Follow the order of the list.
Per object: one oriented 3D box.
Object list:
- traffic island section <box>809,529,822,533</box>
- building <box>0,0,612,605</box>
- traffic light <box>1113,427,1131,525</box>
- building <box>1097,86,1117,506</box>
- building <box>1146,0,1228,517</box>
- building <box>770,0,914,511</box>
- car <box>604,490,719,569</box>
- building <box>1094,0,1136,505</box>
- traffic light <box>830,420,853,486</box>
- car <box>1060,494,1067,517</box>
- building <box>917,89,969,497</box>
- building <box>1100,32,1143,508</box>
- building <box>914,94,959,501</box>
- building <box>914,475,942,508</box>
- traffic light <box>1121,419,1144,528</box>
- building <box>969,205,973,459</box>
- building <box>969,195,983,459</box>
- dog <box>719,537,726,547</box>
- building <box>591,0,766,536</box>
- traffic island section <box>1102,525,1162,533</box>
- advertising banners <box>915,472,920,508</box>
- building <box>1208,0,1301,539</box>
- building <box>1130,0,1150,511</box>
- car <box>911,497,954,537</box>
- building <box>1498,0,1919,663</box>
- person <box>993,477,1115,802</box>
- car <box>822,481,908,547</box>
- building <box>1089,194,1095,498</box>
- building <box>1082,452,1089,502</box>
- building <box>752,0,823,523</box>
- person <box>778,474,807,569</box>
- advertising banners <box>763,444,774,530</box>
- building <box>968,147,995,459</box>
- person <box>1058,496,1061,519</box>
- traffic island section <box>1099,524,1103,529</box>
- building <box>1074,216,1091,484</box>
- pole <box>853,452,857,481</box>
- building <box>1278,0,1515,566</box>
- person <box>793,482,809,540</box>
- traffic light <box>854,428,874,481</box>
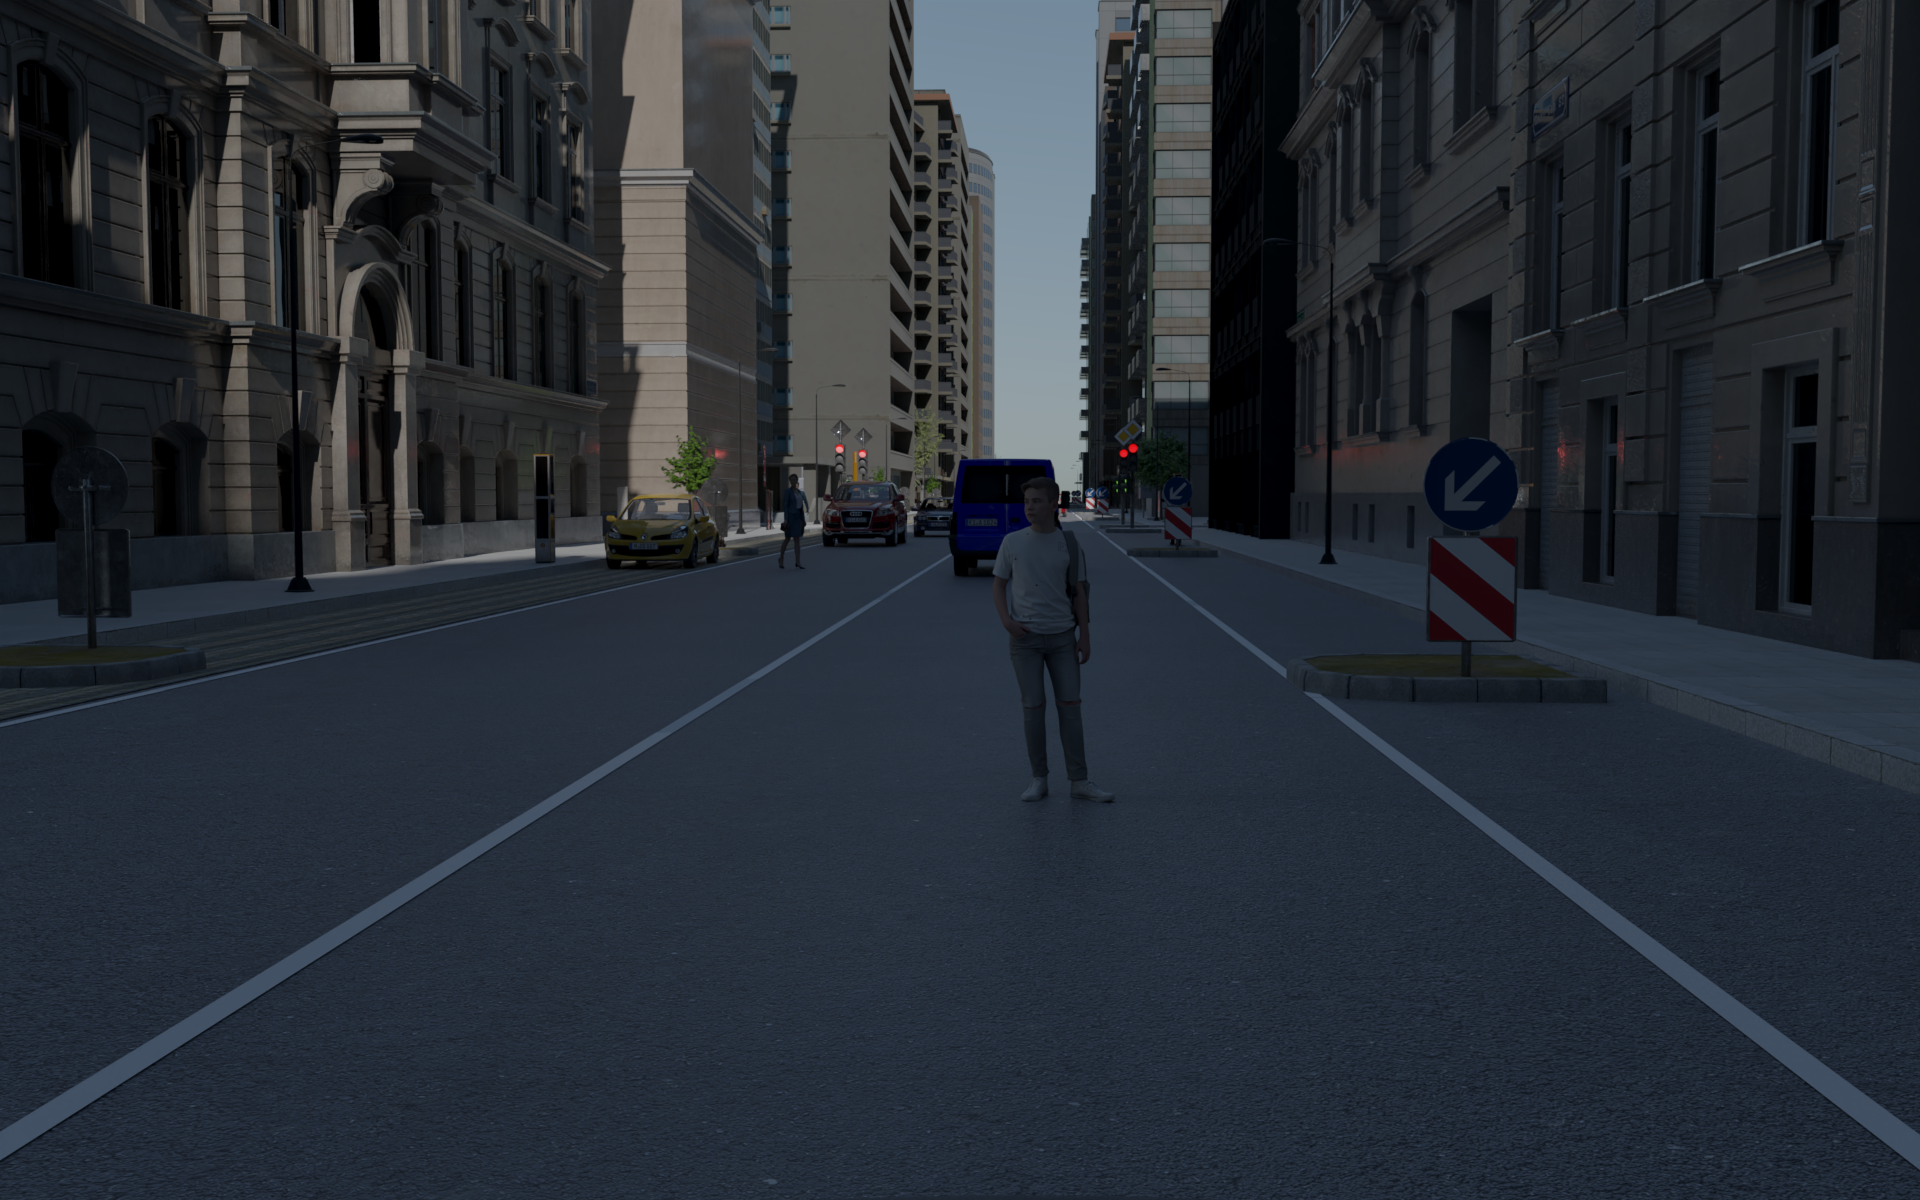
[{"bbox_3d":[-4.513,-2.634,65.349,2.009,0.180,2.903,0,4,3],"label":"traffic island section"},{"bbox_3d":[-15.723,-12.882,29.699,14.460,24.649,34.723,0,4,3],"label":"building"},{"bbox_3d":[6.831,-5.121,72.650,0.839,4.253,0.868,0,4,3],"label":"traffic light"},{"bbox_3d":[22.210,-32.807,186.508,14.600,45.320,14.200,0,4,3],"label":"building"},{"bbox_3d":[17.996,-25.555,101.421,14.154,41.232,14.086,0,4,3],"label":"building"},{"bbox_3d":[-14.641,-30.409,120.882,21.300,48.544,21.600,0,4,3],"label":"building"},{"bbox_3d":[-5.878,-1.475,34.347,2.015,1.641,3.980,0,4,1],"label":"car"},{"bbox_3d":[26.731,-40.724,207.840,21.231,58.520,28.212,0,4,3],"label":"building"},{"bbox_3d":[-4.474,-4.666,65.212,0.839,4.253,0.868,0,4,3],"label":"traffic light"},{"bbox_3d":[5.824,-6.117,109.048,2.155,1.783,4.494,0,4,4],"label":"car"},{"bbox_3d":[-10.032,-35.978,211.948,21.300,48.544,21.600,0,4,3],"label":"building"},{"bbox_3d":[24.645,-31.156,164.028,22.147,44.769,28.867,0,4,3],"label":"building"},{"bbox_3d":[-11.565,-32.556,186.921,22.147,44.769,28.867,0,4,3],"label":"building"},{"bbox_3d":[-18.062,-28.691,160.975,32.217,40.220,23.993,0,4,3],"label":"building"},{"bbox_3d":[6.424,-4.633,64.675,0.839,4.253,0.868,0,4,3],"label":"traffic light"},{"bbox_3d":[-5.550,-33.956,238.779,14.154,41.232,14.086,0,4,3],"label":"building"},{"bbox_3d":[-3.873,-36.856,252.704,14.600,45.320,14.200,0,4,3],"label":"building"},{"bbox_3d":[-6.079,-1.693,44.516,0.513,0.831,0.800,2,4,34],"label":"dog"},{"bbox_3d":[-17.527,-16.669,58.448,20.117,28.700,13.634,0,4,3],"label":"building"},{"bbox_3d":[6.464,-2.600,64.787,2.009,0.180,2.903,0,4,3],"label":"traffic island section"},{"bbox_3d":[-3.338,-8.532,135.679,0.090,3.025,2.074,-1,4,-12],"label":"advertising banners"},{"bbox_3d":[15.023,-13.834,55.867,12.332,23.373,15.834,0,4,3],"label":"building"},{"bbox_3d":[24.326,-31.285,131.114,23.786,49.044,30.456,0,4,3],"label":"building"},{"bbox_3d":[-0.664,-2.848,59.139,1.945,1.354,3.894,0,4,2],"label":"car"},{"bbox_3d":[12.664,-13.100,11.451,12.463,27.353,25.104,0,4,3],"label":"building"},{"bbox_3d":[0.436,0.182,8.121,0.503,1.515,0.523,-2,4,-33],"label":"person"},{"bbox_3d":[-2.644,-2.462,48.928,2.281,1.827,5.304,0,4,3],"label":"car"},{"bbox_3d":[24.825,-33.892,237.724,14.154,41.232,14.086,0,4,3],"label":"building"},{"bbox_3d":[29.862,-57.873,258.887,22.319,86.520,31.000,0,4,3],"label":"building"},{"bbox_3d":[-22.414,-24.042,84.975,32.217,40.220,23.993,0,4,3],"label":"building"},{"bbox_3d":[-3.225,-1.514,33.270,0.581,1.822,0.654,-3,4,-37],"label":"person"},{"bbox_3d":[-6.861,-4.018,61.880,0.090,3.025,2.074,0,4,3],"label":"advertising banners"},{"bbox_3d":[-5.139,-45.706,289.297,21.231,58.520,28.212,0,4,3],"label":"building"},{"bbox_3d":[5.532,-5.534,99.212,0.641,1.798,0.478,2,4,25],"label":"person"},{"bbox_3d":[6.870,-3.088,72.761,2.009,0.180,2.903,0,4,3],"label":"traffic island section"},{"bbox_3d":[31.286,-41.044,290.669,23.786,49.044,30.456,0,4,3],"label":"building"},{"bbox_3d":[-5.034,-5.455,83.024,0.158,3.312,0.155,0,3,0],"label":"pole"},{"bbox_3d":[14.792,-15.190,35.745,14.401,28.519,23.554,0,4,3],"label":"building"},{"bbox_3d":[-5.060,-2.792,54.172,0.660,1.820,0.620,-1,4,-9],"label":"person"},{"bbox_3d":[-4.067,-5.154,73.187,0.839,4.253,0.868,0,4,3],"label":"traffic light"}]
